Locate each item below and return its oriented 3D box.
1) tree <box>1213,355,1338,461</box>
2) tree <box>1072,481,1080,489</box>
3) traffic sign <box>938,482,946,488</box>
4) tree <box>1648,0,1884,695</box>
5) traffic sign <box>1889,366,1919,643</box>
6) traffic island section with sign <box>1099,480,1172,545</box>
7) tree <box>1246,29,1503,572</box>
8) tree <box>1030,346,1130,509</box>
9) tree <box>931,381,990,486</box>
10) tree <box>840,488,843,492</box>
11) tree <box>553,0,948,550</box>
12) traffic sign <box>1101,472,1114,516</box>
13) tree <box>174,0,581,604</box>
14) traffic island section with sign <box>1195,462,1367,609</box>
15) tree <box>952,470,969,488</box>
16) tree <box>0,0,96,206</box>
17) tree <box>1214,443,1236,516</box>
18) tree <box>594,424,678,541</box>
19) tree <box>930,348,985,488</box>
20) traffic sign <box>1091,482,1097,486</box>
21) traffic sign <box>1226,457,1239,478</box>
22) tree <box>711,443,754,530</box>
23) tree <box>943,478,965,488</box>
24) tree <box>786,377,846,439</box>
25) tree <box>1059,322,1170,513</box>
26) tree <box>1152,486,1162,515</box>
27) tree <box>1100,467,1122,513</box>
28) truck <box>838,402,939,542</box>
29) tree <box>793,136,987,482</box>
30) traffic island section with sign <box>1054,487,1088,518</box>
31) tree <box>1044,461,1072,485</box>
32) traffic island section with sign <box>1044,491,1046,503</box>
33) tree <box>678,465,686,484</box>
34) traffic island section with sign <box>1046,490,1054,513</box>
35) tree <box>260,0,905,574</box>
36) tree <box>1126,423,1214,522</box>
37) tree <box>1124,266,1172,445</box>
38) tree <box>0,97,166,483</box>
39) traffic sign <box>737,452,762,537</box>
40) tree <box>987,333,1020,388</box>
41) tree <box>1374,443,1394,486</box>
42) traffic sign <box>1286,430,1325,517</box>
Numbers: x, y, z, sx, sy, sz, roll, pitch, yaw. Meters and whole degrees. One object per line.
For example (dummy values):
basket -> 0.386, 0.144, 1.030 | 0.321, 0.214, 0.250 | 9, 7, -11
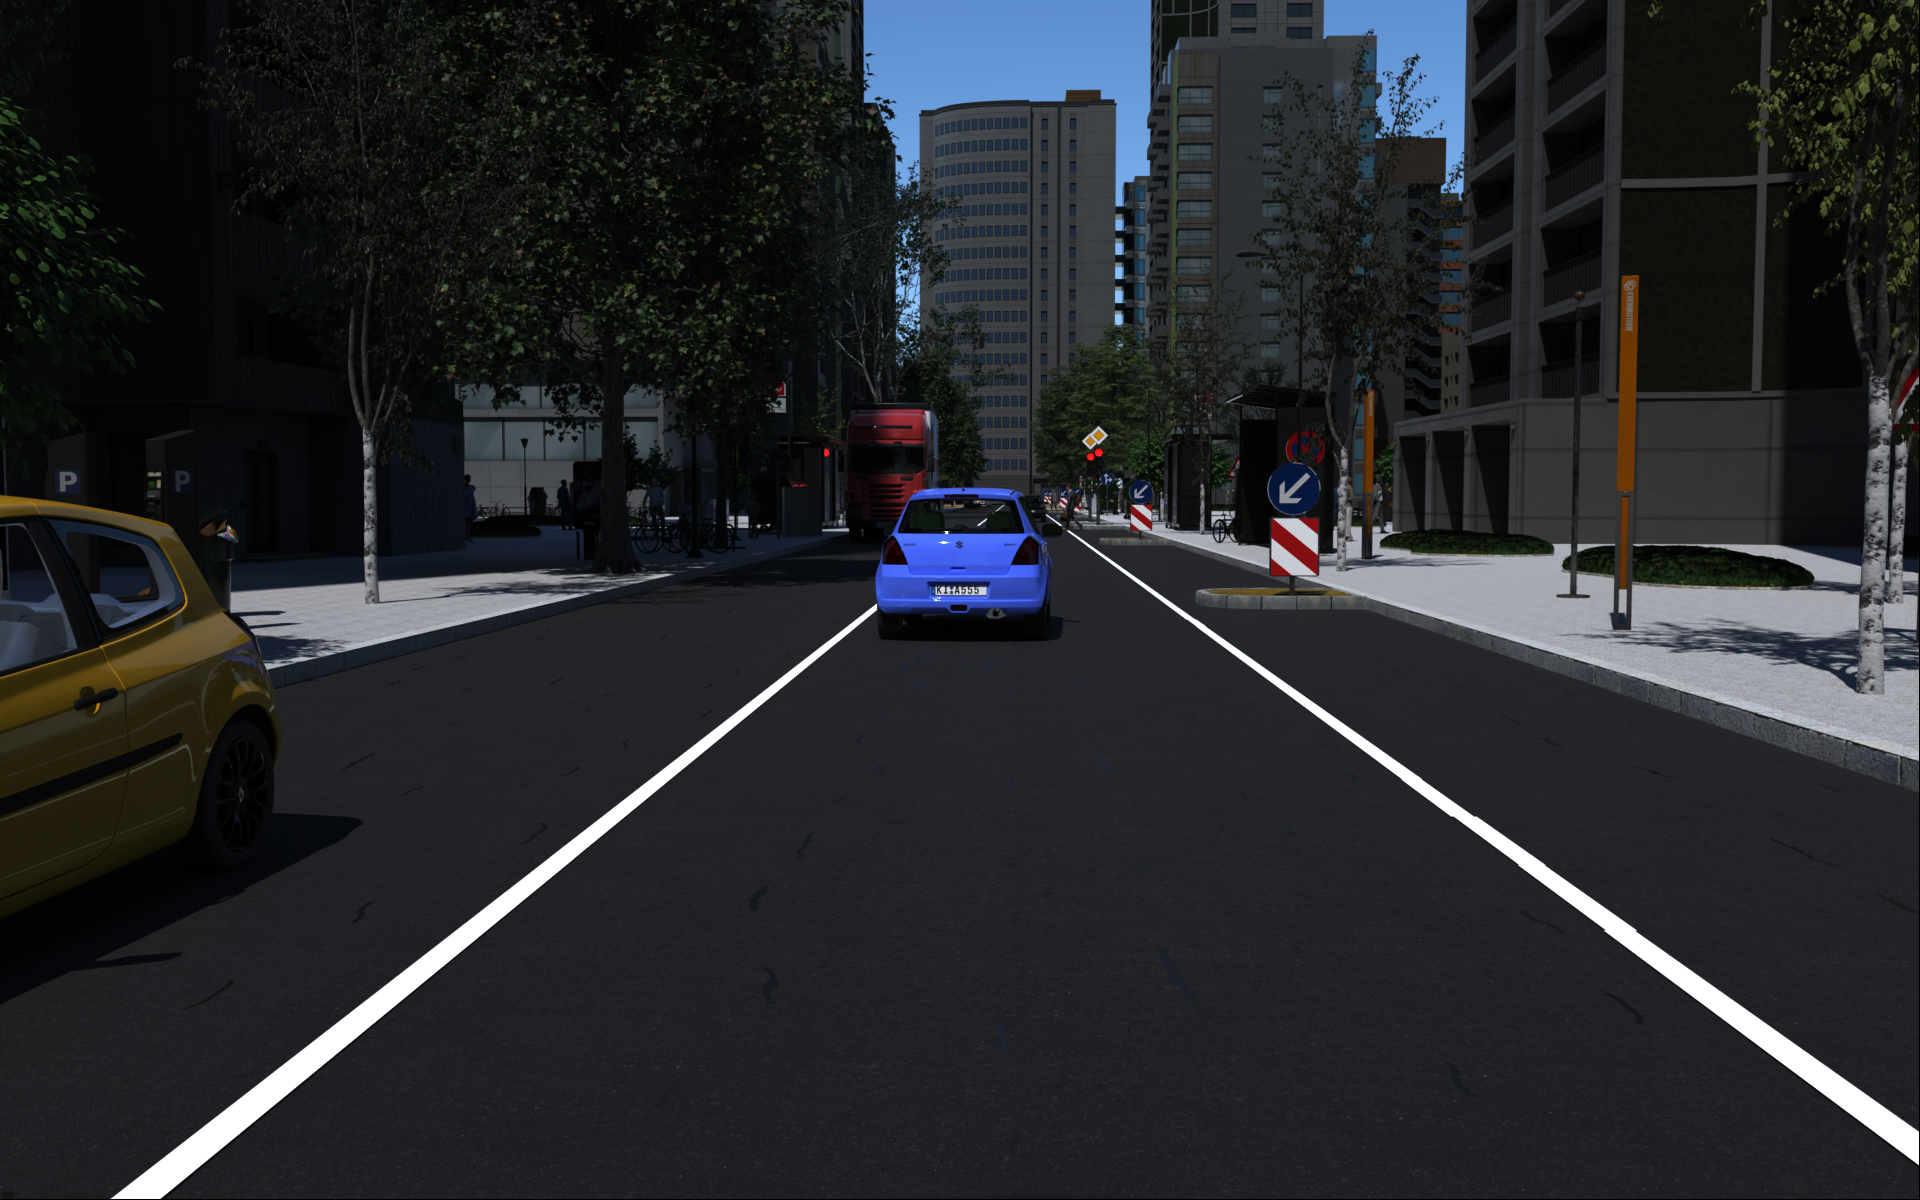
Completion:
tree -> 21.025, -11.080, 115.567 | 8.767, 10.594, 7.601 | 1, 4, 10
tree -> 12.903, -11.941, 189.841 | 1.663, 3.219, 1.824 | 0, 3, 0
traffic sign -> -1.477, -8.502, 141.134 | 0.606, 2.300, 0.079 | 0, 4, 3
tree -> 6.084, -3.697, 10.804 | 4.737, 8.622, 4.395 | 0, 3, 0
traffic sign -> 8.257, -0.906, 14.819 | 0.884, 2.594, 0.081 | 0, 4, 6
traffic island section with sign -> 5.001, -2.495, 49.419 | 1.989, 1.847, 2.006 | 0, 4, 2
tree -> 6.523, -4.787, 28.630 | 4.360, 8.622, 3.978 | 0, 3, 0
tree -> 10.666, -14.815, 148.876 | 9.857, 13.997, 8.962 | 0, 3, 0
tree -> -1.861, -14.464, 154.621 | 7.486, 12.596, 7.792 | 0, 3, 0
tree -> -7.665, -9.789, 143.758 | 4.285, 4.588, 4.351 | 0, 3, 0
tree -> -5.465, -7.945, 40.263 | 12.009, 13.543, 11.850 | 0, 3, 0
traffic sign -> 8.541, -6.140, 100.501 | 0.768, 2.556, 0.104 | 1, 4, 8
tree -> -6.669, -4.267, 20.131 | 4.360, 8.622, 3.978 | 0, 3, 0
traffic island section with sign -> 4.103, -0.847, 22.479 | 1.989, 1.847, 2.006 | 0, 4, 2
tree -> -0.571, -15.172, 198.429 | 4.737, 8.622, 4.395 | 0, 3, 0
tree -> -13.693, -4.455, 23.209 | 4.737, 8.622, 4.395 | 0, 3, 0
tree -> 14.568, -7.199, 101.425 | 4.285, 4.588, 4.351 | 0, 3, 0
tree -> -9.126, -3.259, 47.886 | 1.663, 3.219, 1.824 | 0, 3, 0
tree -> -2.719, -13.175, 132.417 | 9.611, 12.733, 9.660 | 0, 3, 0
traffic sign -> 9.665, -7.615, 124.613 | 0.768, 2.556, 0.104 | 0, 4, 3
traffic sign -> 9.250, -3.505, 57.306 | 0.884, 2.594, 0.081 | 0, 4, 7
tree -> -8.182, -4.157, 62.572 | 1.663, 3.219, 1.824 | 0, 3, 0
tree -> -0.866, -13.719, 208.016 | 4.285, 4.588, 4.351 | 0, 3, 0
tree -> -9.312, -9.769, 110.077 | 4.737, 8.622, 4.395 | 0, 3, 0
tree -> 10.360, -11.989, 114.153 | 7.486, 12.596, 7.792 | 0, 3, 0
tree -> 12.123, -6.779, 105.430 | 1.663, 3.219, 1.824 | 0, 3, 0
tree -> 10.515, -7.716, 120.750 | 1.663, 3.219, 1.824 | 0, 3, 0
truck -> -2.079, -4.059, 55.286 | 2.839, 4.237, 11.283 | 0, 4, 1
tree -> -5.284, -14.550, 93.788 | 12.611, 20.169, 13.585 | 0, 3, 0
traffic island section with sign -> 6.809, -5.832, 103.987 | 1.989, 1.847, 2.006 | 0, 4, 2
tree -> 14.023, -17.146, 214.741 | 7.601, 10.594, 8.767 | -1, 4, -12
traffic island section with sign -> 9.374, -10.549, 181.100 | 1.989, 1.847, 2.006 | 0, 4, 2
tree -> -10.745, -4.060, 60.983 | 1.663, 3.219, 1.824 | 0, 3, 0
traffic island section with sign -> 7.723, -7.501, 131.263 | 1.989, 1.847, 2.006 | 0, 4, 2
tree -> -5.679, -6.789, 28.007 | 9.611, 12.733, 9.660 | 0, 3, 0
tree -> 9.353, -5.909, 80.326 | 4.285, 4.588, 4.351 | 0, 3, 0
tree -> 7.445, -6.374, 54.580 | 4.360, 8.622, 3.978 | 0, 3, 0
tree -> -7.200, -1.712, 11.700 | 4.285, 4.588, 4.351 | 0, 3, 0
traffic sign -> -6.311, -3.169, 51.916 | 0.768, 2.556, 0.104 | 0, 4, 8
tree -> -0.956, -19.351, 172.281 | 12.611, 20.169, 13.585 | 0, 3, 0
tree -> 24.536, -6.842, 95.580 | 4.285, 4.588, 4.351 | 0, 3, 0
traffic sign -> 6.894, -2.112, 34.634 | 0.768, 2.556, 0.104 | 1, 4, 9
